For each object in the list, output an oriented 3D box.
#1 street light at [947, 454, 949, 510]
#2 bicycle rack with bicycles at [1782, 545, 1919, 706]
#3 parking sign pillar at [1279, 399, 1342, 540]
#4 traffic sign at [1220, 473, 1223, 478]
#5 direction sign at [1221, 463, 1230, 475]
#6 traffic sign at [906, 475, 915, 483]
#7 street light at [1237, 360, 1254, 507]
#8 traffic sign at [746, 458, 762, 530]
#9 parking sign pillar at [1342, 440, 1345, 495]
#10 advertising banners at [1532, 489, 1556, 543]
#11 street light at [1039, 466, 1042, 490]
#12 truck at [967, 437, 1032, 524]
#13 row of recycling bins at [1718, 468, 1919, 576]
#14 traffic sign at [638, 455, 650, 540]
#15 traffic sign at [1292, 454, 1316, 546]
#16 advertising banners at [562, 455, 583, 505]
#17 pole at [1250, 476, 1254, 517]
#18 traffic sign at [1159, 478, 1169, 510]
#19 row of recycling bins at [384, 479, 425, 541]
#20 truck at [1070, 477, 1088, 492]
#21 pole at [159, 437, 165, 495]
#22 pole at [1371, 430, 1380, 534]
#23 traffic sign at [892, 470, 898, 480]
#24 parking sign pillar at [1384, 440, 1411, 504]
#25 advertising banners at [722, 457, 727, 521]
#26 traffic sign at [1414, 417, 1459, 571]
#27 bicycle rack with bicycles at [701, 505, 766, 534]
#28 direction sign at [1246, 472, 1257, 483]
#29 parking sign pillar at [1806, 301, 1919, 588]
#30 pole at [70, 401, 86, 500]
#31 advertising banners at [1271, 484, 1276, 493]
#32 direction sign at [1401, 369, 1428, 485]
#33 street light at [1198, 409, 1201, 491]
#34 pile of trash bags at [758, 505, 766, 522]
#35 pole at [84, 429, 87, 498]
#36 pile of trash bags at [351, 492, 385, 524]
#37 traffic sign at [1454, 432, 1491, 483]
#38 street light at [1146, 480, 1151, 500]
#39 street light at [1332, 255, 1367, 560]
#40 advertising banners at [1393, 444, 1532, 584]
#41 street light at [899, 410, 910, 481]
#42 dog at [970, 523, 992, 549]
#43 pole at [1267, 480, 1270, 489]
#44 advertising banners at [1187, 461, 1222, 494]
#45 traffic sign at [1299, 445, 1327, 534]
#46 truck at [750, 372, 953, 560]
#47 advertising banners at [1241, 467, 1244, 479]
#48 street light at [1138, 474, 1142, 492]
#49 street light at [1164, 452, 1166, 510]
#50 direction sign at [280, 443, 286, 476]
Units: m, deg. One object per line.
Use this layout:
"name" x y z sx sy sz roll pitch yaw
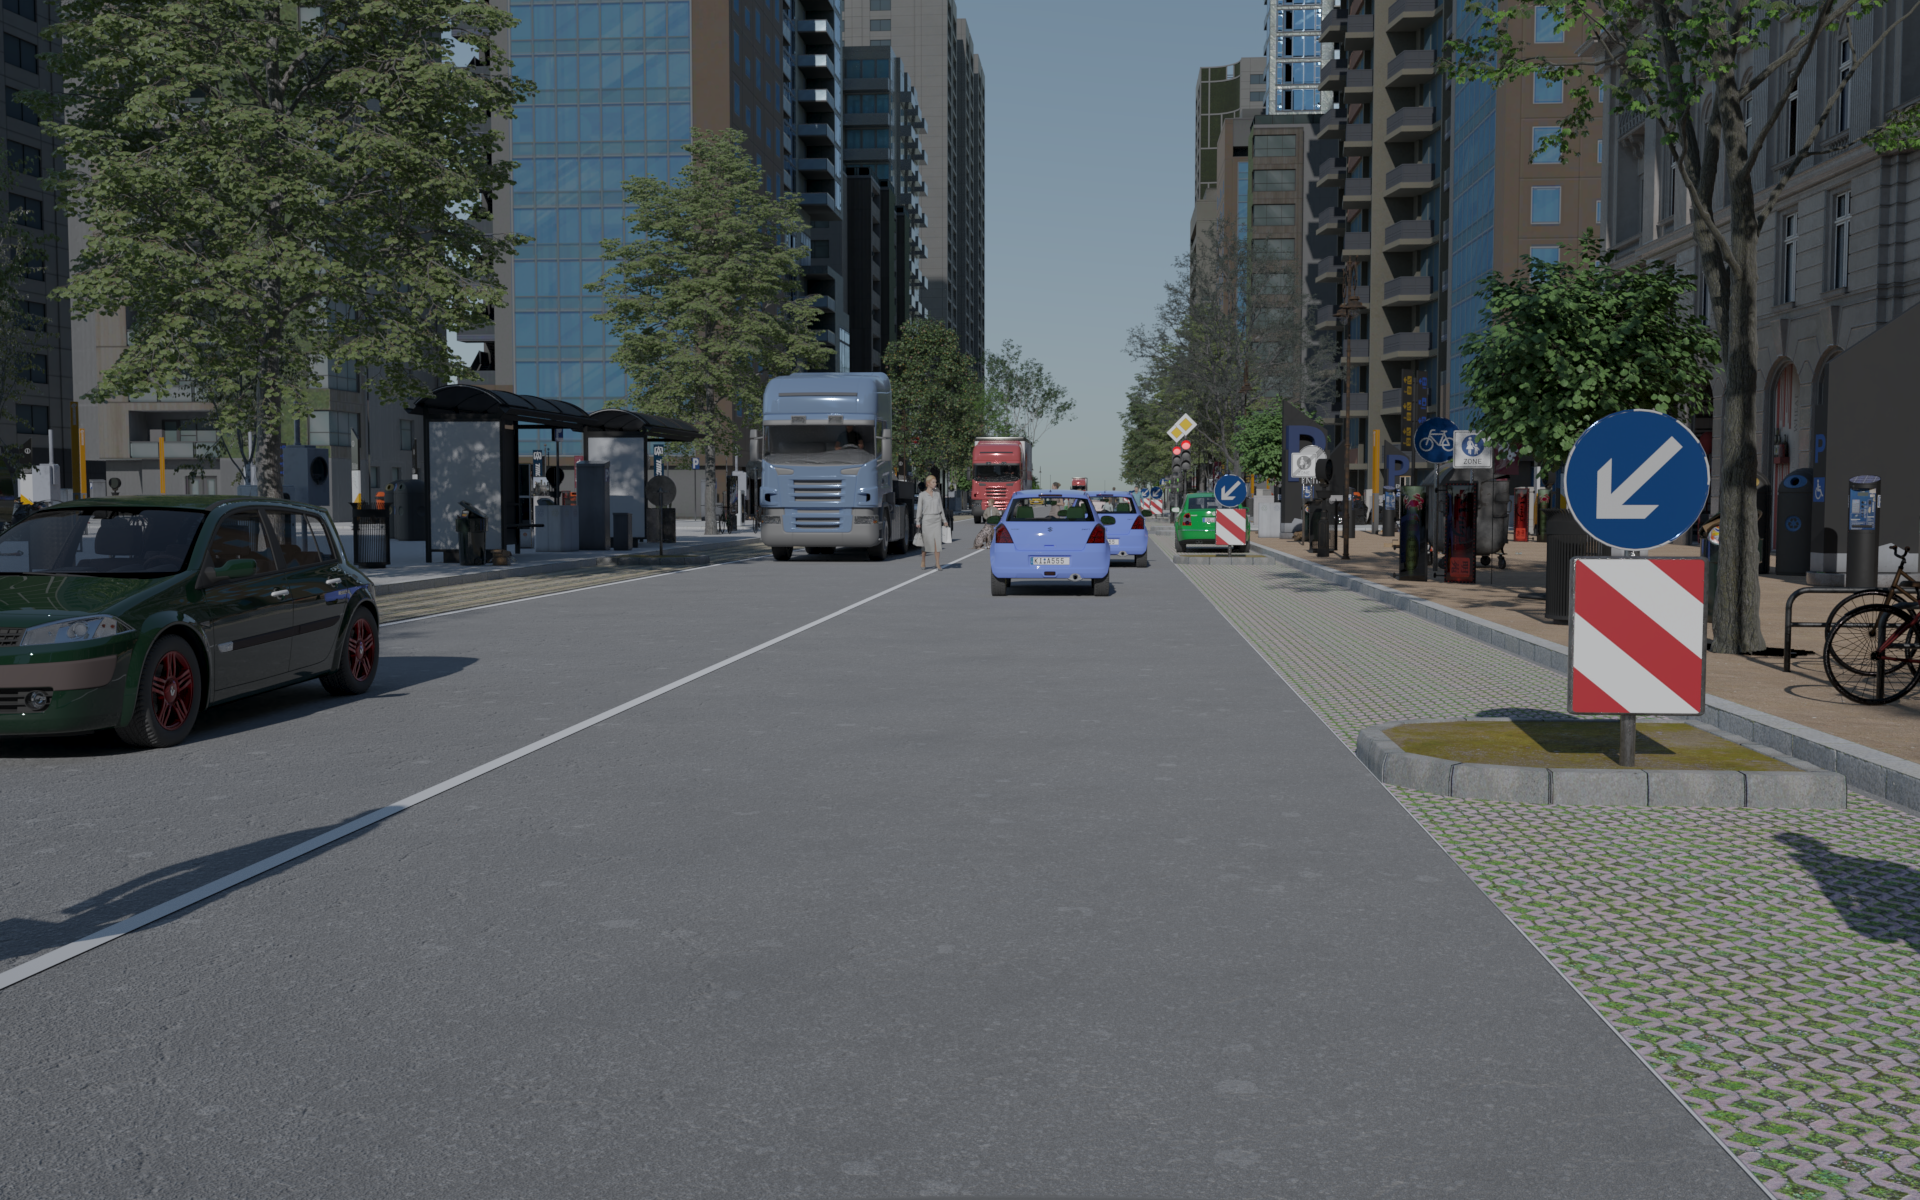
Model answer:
"street light" -0.841 -9.086 121.347 0.468 5.910 1.993 0 4 5
"bicycle rack with bicycles" 6.843 0.127 11.311 2.925 0.926 2.852 1 4 9
"parking sign pillar" 9.839 -3.719 49.285 1.447 3.967 1.447 0 4 -6
"traffic sign" 14.146 -5.826 95.361 0.768 2.556 0.104 1 4 9
"direction sign" 19.068 -8.099 124.417 0.379 3.537 0.876 -3 5 -40
"traffic sign" -3.427 -7.095 116.105 0.768 2.556 0.104 1 4 14
"street light" 9.821 -5.312 59.647 0.468 5.910 1.993 0 4 5
"traffic sign" -7.138 -3.700 60.606 0.768 2.556 0.104 1 4 11
"parking sign pillar" 18.406 -5.929 85.410 1.447 3.967 1.447 -3 5 -41
"advertising banners" 15.042 -3.064 46.279 0.090 3.025 2.074 -2 4 -32
"street light" 13.117 -18.962 282.818 0.468 5.910 1.993 0 4 5
"truck" 2.133 -5.982 86.724 2.839 4.237 11.283 0 4 5
"row of recycling bins" 13.552 -1.216 26.993 1.069 1.692 3.534 -3 4 -38
"traffic sign" -8.993 -2.943 48.219 0.768 2.556 0.104 0 4 7
"traffic sign" 8.551 -2.506 43.096 0.606 2.300 0.079 1 4 14
"advertising banners" -17.970 -5.061 78.935 2.074 3.025 0.090 2 4 27
"pole" 16.456 -6.341 97.514 0.158 3.312 0.155 0 3 0
"traffic sign" 16.382 -8.497 139.034 0.768 2.556 0.104 1 4 12
"row of recycling bins" -15.503 -2.546 48.735 1.069 1.692 3.534 -2 4 -25
"truck" 20.247 -18.621 293.370 2.839 4.237 11.283 0 4 6
"pole" -28.742 -4.195 62.438 0.158 3.312 0.155 0 3 0
"pole" 13.198 -3.740 54.987 0.158 3.312 0.155 0 3 0
"traffic sign" -3.644 -5.713 93.409 0.884 2.594 0.081 1 4 10
"parking sign pillar" 21.692 -5.955 85.841 1.447 3.967 1.447 -1 4 -10
"advertising banners" -10.954 -5.175 80.801 0.090 3.025 2.074 0 4 -2
"traffic sign" 7.903 -1.750 28.725 0.768 2.556 0.104 1 4 11
"bicycle rack with bicycles" -7.205 -2.632 56.414 2.852 0.926 2.925 0 4 0
"direction sign" 21.216 -8.208 126.204 0.876 3.537 0.379 2 4 25
"parking sign pillar" 12.683 -2.186 24.206 1.447 3.967 1.447 0 4 3
"pole" -19.521 -2.717 38.268 0.158 3.312 0.155 0 3 0
"advertising banners" 17.007 -6.066 95.371 0.090 3.025 2.074 3 5 43
"direction sign" 8.304 -2.430 31.729 0.379 3.537 0.876 3 5 44
"street light" 12.529 -7.216 90.771 0.468 5.910 1.993 0 4 5
"pile of trash bags" -8.096 -4.223 78.799 1.912 1.369 3.447 -1 4 -19
"pole" -27.303 -3.673 53.903 0.158 3.312 0.155 0 3 0
"pile of trash bags" -24.823 -3.921 73.865 1.912 1.369 3.447 -2 4 -25
"traffic sign" 8.241 -1.577 27.909 0.606 2.300 0.079 0 4 6
"street light" 23.561 -15.044 218.758 0.468 5.910 1.993 0 4 5
"street light" 7.556 -3.728 33.734 0.468 5.910 1.993 0 4 5
"advertising banners" 7.181 -1.755 24.878 2.074 3.025 0.090 3 5 44
"street light" -3.062 -7.517 95.688 0.468 5.910 1.993 0 4 5
"dog" 0.506 -1.730 45.128 0.800 0.831 0.513 1 4 19
"pole" 21.432 -7.743 120.441 0.158 3.312 0.155 0 3 0
"advertising banners" 13.043 -5.893 92.535 2.074 3.025 0.090 -1 4 -19
"traffic sign" 9.186 -2.763 45.275 0.768 2.556 0.104 1 4 11
"truck" -2.202 -3.332 44.230 2.967 4.110 18.799 0 4 5
"advertising banners" 17.929 -7.042 111.321 0.090 3.025 2.074 2 4 28
"street light" 28.422 -18.542 275.942 0.468 5.910 1.993 0 4 5
"street light" 16.883 -10.380 142.492 0.468 5.910 1.993 0 4 5
"direction sign" -30.187 -5.172 76.556 0.876 3.537 0.379 -3 5 -43
